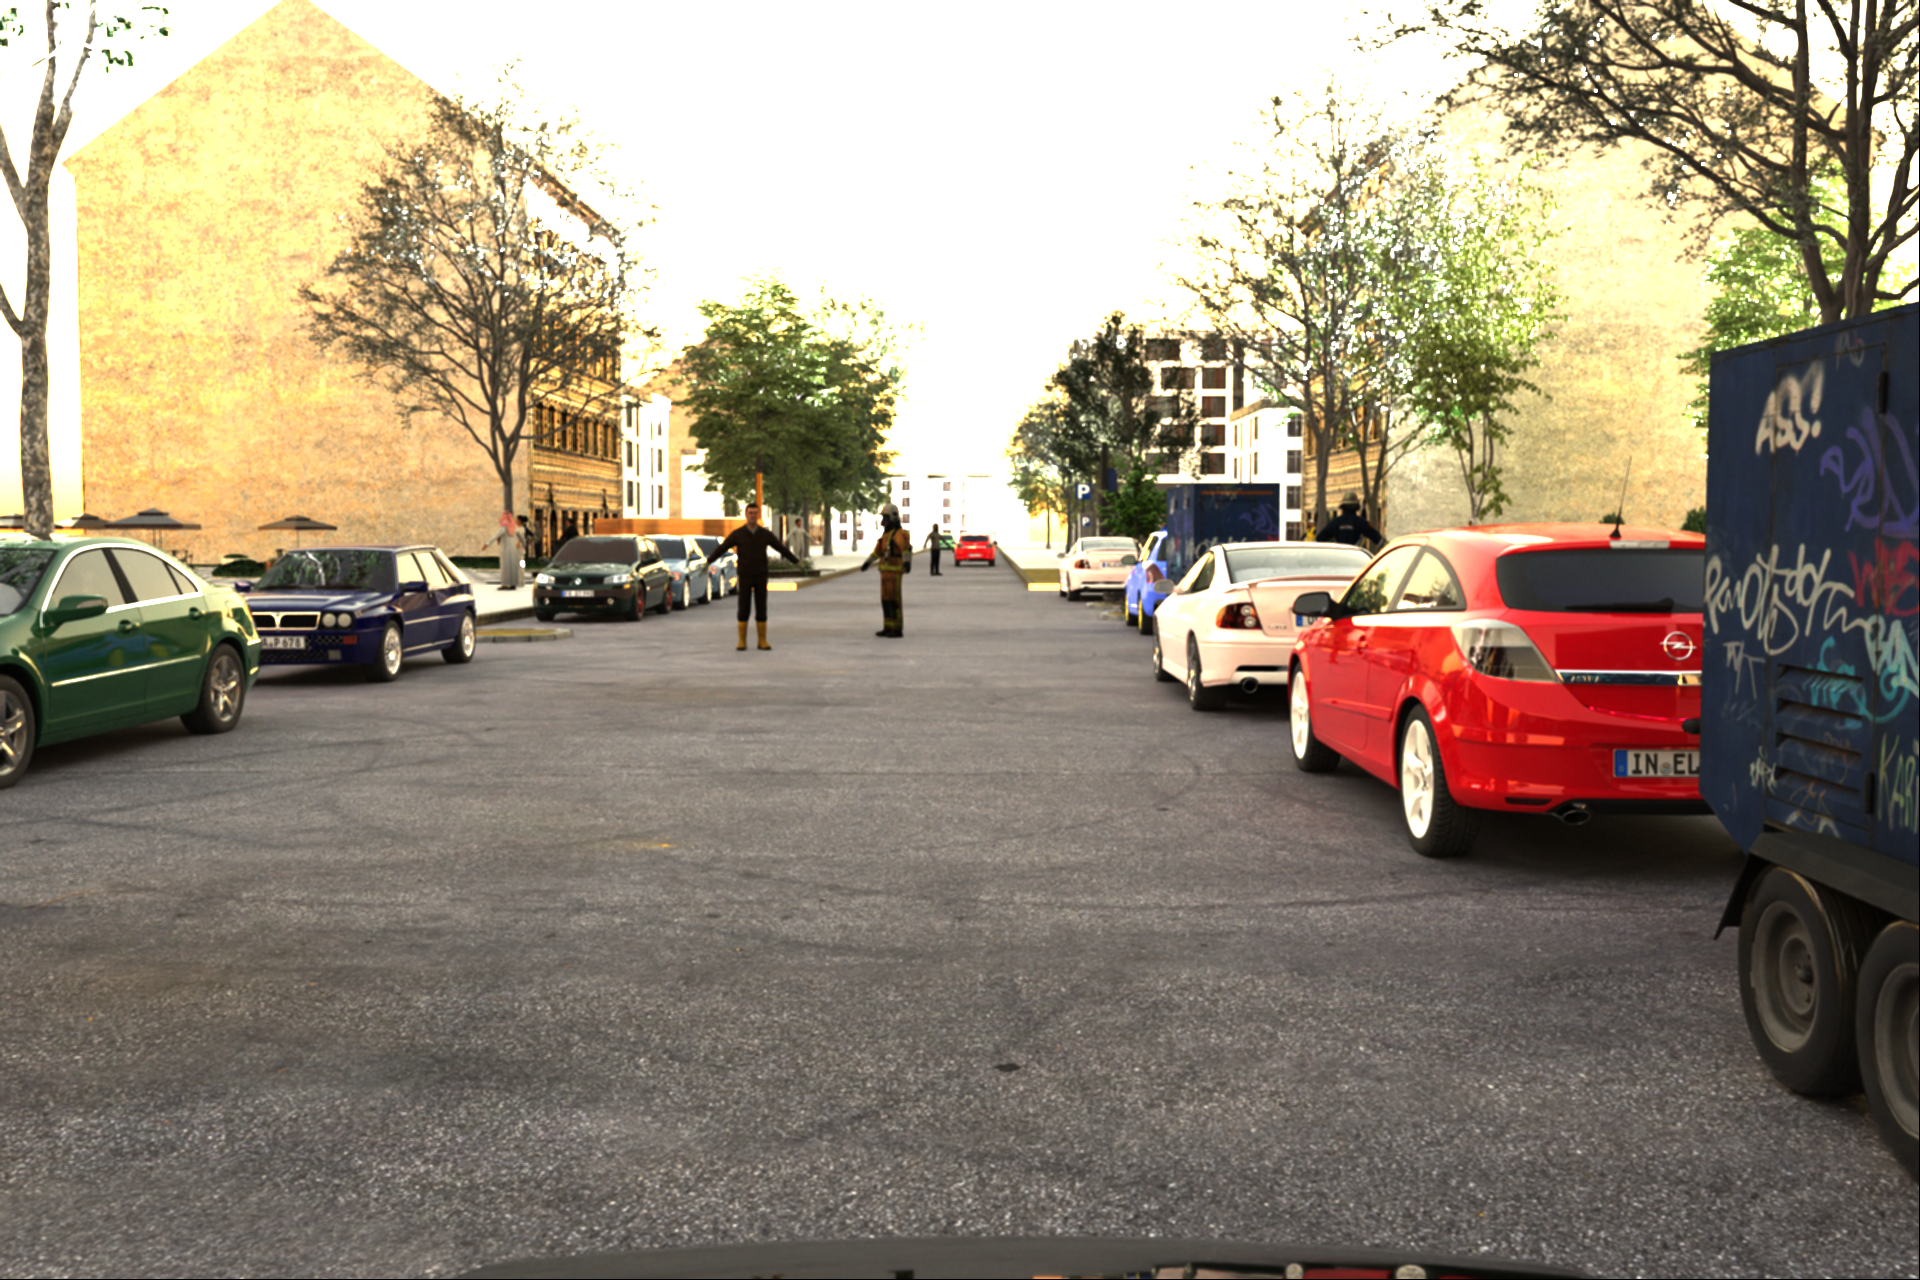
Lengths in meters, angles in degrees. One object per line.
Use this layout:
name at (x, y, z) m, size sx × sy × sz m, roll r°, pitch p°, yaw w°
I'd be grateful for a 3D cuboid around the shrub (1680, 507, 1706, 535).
shrub at (19.894, -2.605, 46.631) m, size 1.661 × 2.075 × 1.752 m, roll 0°, pitch 3°, yaw 0°

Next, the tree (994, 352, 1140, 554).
tree at (7.265, -12.458, 114.053) m, size 12.009 × 13.543 × 11.850 m, roll 0°, pitch 3°, yaw 0°

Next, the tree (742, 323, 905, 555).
tree at (-8.106, -12.095, 104.412) m, size 9.857 × 13.997 × 8.962 m, roll 0°, pitch 3°, yaw 0°

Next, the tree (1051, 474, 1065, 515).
tree at (16.542, -20.230, 241.137) m, size 12.009 × 13.543 × 11.850 m, roll 0°, pitch 3°, yaw 0°

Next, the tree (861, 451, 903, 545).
tree at (-7.090, -11.994, 146.462) m, size 4.360 × 8.622 × 3.978 m, roll 0°, pitch 3°, yaw 0°

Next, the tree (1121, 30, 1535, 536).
tree at (9.046, -8.099, 42.790) m, size 12.009 × 13.543 × 11.850 m, roll 0°, pitch 3°, yaw 0°

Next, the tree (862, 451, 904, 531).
tree at (-7.536, -12.292, 151.330) m, size 4.360 × 8.622 × 3.978 m, roll 0°, pitch 3°, yaw 0°

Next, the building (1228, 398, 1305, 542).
building at (23.190, -10.098, 107.258) m, size 9.099 × 9.664 × 28.070 m, roll 0°, pitch 4°, yaw 0°

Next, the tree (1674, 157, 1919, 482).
tree at (25.646, -8.237, 52.803) m, size 7.486 × 12.596 × 7.792 m, roll 0°, pitch 3°, yaw 0°

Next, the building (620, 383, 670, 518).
building at (-22.706, -10.188, 108.723) m, size 9.099 × 9.664 × 28.070 m, roll 0°, pitch 4°, yaw 1°

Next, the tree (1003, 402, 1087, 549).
tree at (7.136, -14.008, 147.161) m, size 7.486 × 12.596 × 7.792 m, roll 0°, pitch 3°, yaw 0°

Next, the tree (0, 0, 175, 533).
tree at (-13.246, -10.318, 24.594) m, size 12.611 × 20.169 × 13.585 m, roll 0°, pitch 3°, yaw 0°

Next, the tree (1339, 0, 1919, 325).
tree at (9.055, -6.557, 17.581) m, size 12.009 × 13.543 × 11.850 m, roll 0°, pitch 3°, yaw 0°

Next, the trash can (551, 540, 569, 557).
trash can at (-9.007, -1.720, 39.767) m, size 0.748 × 1.137 × 0.748 m, roll 0°, pitch 3°, yaw 0°

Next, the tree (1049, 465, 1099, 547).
tree at (7.962, -10.580, 123.351) m, size 4.360 × 8.622 × 3.978 m, roll 0°, pitch 3°, yaw 0°

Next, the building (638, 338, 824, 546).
building at (-25.307, -22.241, 194.563) m, size 19.493 × 23.208 × 18.063 m, roll 0°, pitch 4°, yaw 1°

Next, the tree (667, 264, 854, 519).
tree at (-8.362, -9.462, 72.833) m, size 7.486 × 12.596 × 7.792 m, roll 0°, pitch 3°, yaw 0°

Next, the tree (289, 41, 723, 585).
tree at (-11.585, -8.173, 43.995) m, size 12.009 × 13.543 × 11.850 m, roll 0°, pitch 3°, yaw 0°

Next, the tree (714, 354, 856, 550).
tree at (-8.743, -9.181, 84.523) m, size 7.601 × 10.594 × 8.767 m, roll -1°, pitch 4°, yaw -20°

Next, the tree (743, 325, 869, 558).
tree at (-8.834, -10.782, 94.412) m, size 7.486 × 12.596 × 7.792 m, roll 0°, pitch 3°, yaw 0°

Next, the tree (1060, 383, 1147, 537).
tree at (6.327, -8.062, 82.170) m, size 4.360 × 8.622 × 3.978 m, roll 0°, pitch 3°, yaw 0°

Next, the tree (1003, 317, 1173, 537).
tree at (7.556, -11.422, 97.125) m, size 12.009 × 13.543 × 11.850 m, roll 0°, pitch 3°, yaw 0°

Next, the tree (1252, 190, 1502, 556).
tree at (12.729, -7.810, 53.443) m, size 9.928 × 11.665 × 9.643 m, roll 0°, pitch 3°, yaw 0°

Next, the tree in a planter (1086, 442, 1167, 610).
tree in a planter at (3.466, -2.224, 33.577) m, size 1.991 × 3.239 × 1.994 m, roll 0°, pitch 4°, yaw 0°

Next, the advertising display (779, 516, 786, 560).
advertising display at (-6.309, -3.457, 61.732) m, size 0.123 × 1.923 × 0.974 m, roll 0°, pitch 4°, yaw 1°

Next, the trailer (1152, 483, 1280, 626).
trailer at (3.094, -0.869, 21.259) m, size 1.471 × 1.999 × 3.904 m, roll 0°, pitch 4°, yaw 0°

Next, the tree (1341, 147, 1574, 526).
tree at (9.477, -5.011, 32.287) m, size 4.737 × 8.622 × 4.395 m, roll 0°, pitch 3°, yaw 0°

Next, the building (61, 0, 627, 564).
building at (-26.713, -15.211, 79.621) m, size 19.493 × 23.208 × 18.063 m, roll 0°, pitch 4°, yaw 1°

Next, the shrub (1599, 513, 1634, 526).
shrub at (22.515, -3.416, 59.895) m, size 1.661 × 2.075 × 1.752 m, roll 0°, pitch 3°, yaw 0°

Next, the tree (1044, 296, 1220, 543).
tree at (6.785, -8.194, 68.387) m, size 7.601 × 10.594 × 8.767 m, roll 1°, pitch 4°, yaw 14°

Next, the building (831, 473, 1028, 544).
building at (-4.459, -18.031, 239.414) m, size 28.070 × 9.664 × 9.099 m, roll 0°, pitch 4°, yaw 2°

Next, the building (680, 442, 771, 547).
building at (-23.085, -14.013, 171.263) m, size 9.099 × 9.664 × 28.070 m, roll 0°, pitch 4°, yaw 0°

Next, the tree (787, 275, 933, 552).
tree at (-8.017, -16.536, 126.245) m, size 12.611 × 20.169 × 13.585 m, roll 0°, pitch 3°, yaw 0°

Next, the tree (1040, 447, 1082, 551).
tree at (7.528, -11.097, 131.790) m, size 4.360 × 8.622 × 3.978 m, roll 0°, pitch 3°, yaw 0°

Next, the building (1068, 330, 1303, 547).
building at (25.624, -21.137, 189.571) m, size 27.936 × 21.610 × 32.646 m, roll 0°, pitch 4°, yaw 1°

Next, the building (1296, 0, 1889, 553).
building at (25.933, -14.970, 75.681) m, size 19.493 × 23.208 × 18.063 m, roll 0°, pitch 4°, yaw 1°
